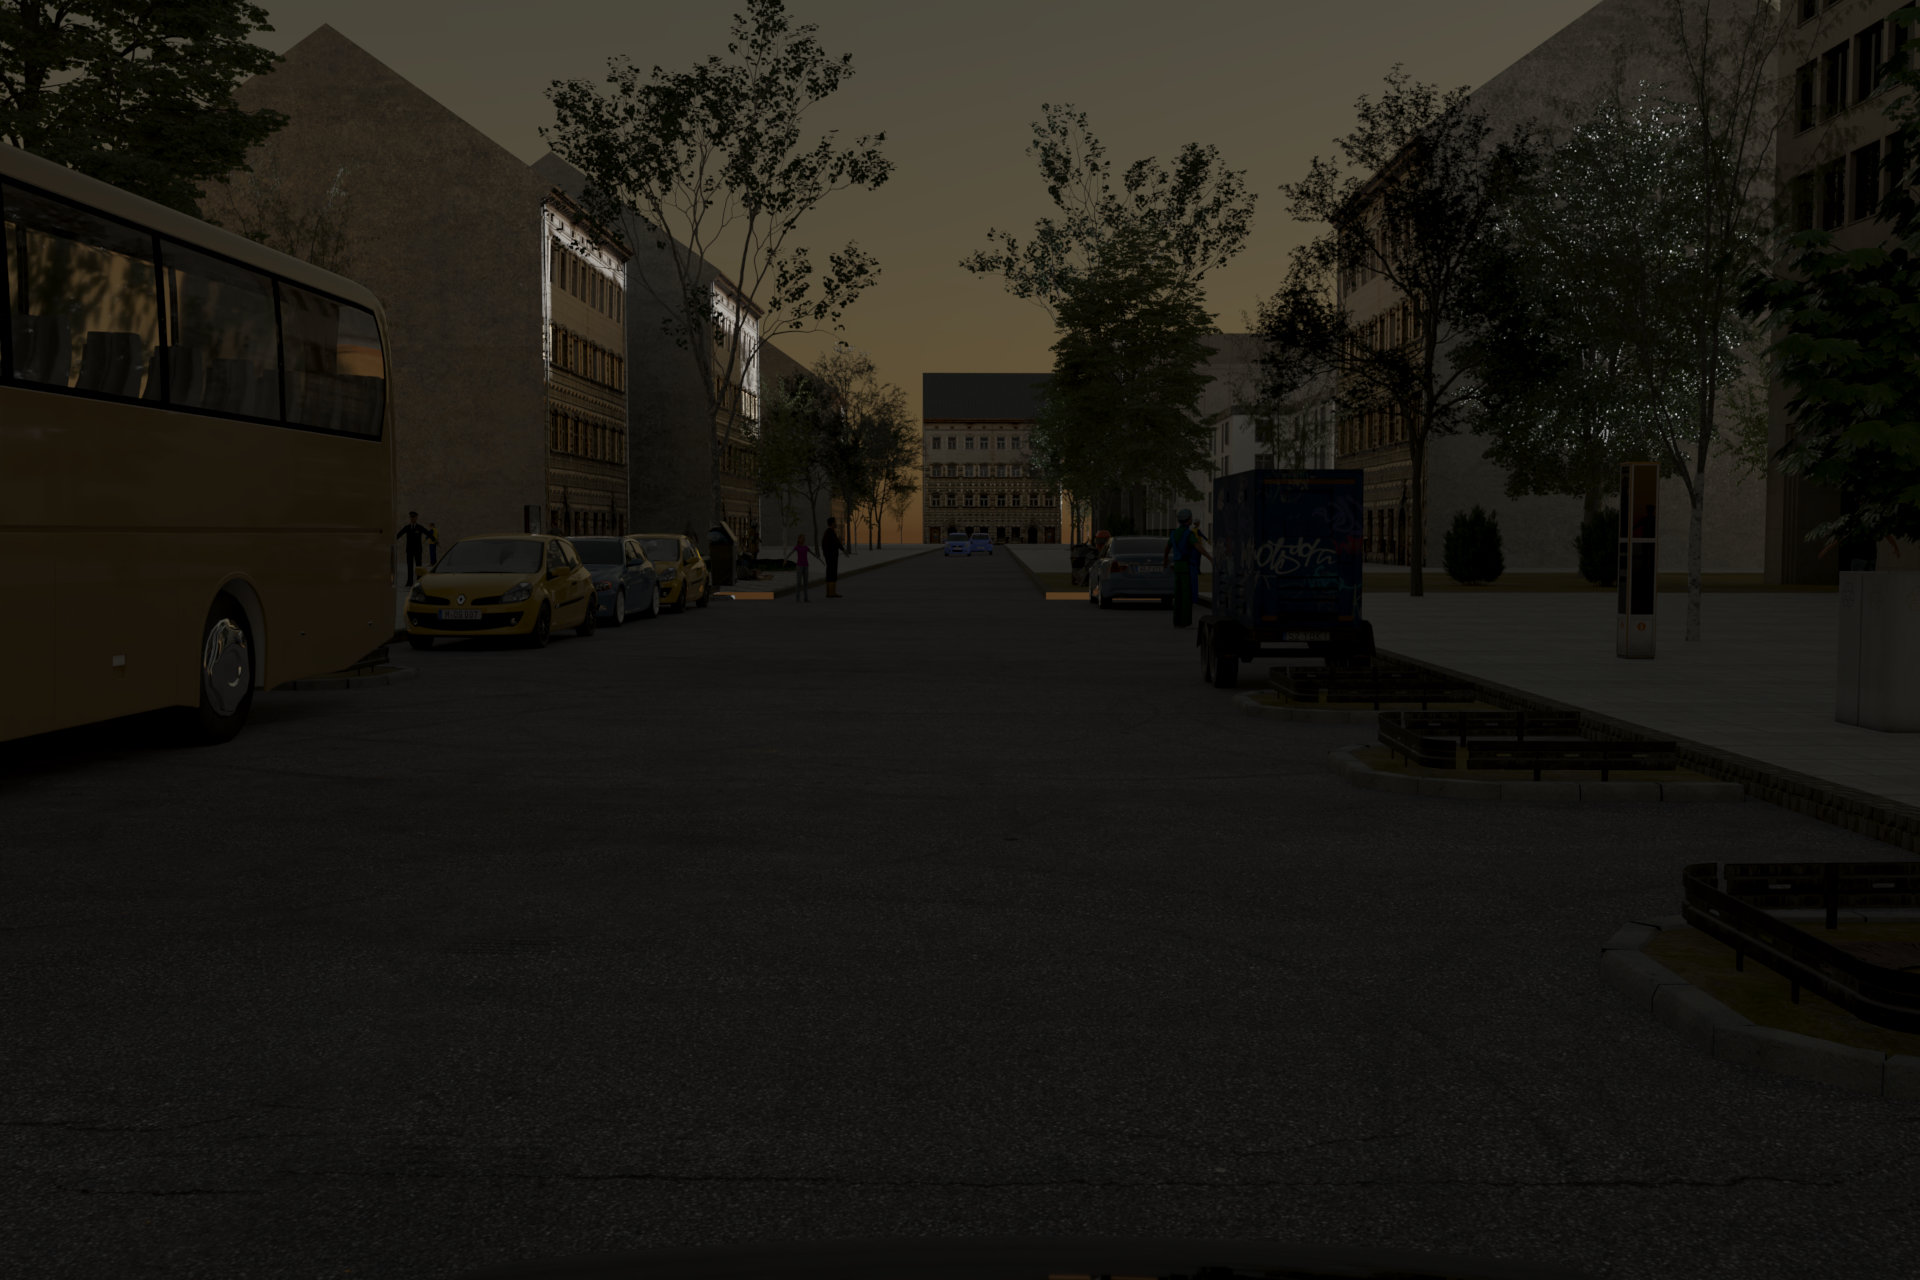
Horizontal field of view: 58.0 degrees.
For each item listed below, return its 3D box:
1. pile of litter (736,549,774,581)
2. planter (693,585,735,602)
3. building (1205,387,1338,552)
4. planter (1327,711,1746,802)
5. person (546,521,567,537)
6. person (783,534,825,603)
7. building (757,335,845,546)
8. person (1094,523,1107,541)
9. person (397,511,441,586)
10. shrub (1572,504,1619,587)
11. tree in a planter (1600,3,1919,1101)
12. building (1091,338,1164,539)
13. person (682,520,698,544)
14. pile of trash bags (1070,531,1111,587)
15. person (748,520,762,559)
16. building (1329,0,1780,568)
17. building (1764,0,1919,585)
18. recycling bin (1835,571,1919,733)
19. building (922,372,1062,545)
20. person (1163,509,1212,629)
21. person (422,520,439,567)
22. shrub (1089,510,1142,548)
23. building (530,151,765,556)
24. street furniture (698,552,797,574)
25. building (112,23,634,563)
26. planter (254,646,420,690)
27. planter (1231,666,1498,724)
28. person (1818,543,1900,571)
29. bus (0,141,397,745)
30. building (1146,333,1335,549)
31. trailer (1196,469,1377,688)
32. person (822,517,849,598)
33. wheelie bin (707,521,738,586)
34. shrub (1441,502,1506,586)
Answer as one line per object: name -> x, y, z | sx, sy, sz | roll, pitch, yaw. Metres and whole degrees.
pile of litter -> -5.771, -2.103, 48.342 | 1.176, 0.858, 1.719 | 0, 4, 3
planter -> -5.972, -1.016, 37.745 | 1.991, 0.319, 1.994 | 0, 4, 2
building -> 22.227, -10.459, 113.157 | 9.099, 9.664, 28.070 | 0, 4, 1
planter -> 3.246, 0.664, 10.289 | 1.991, 0.319, 1.994 | 0, 4, 2
person -> -16.380, -3.900, 70.038 | 1.348, 1.796, 0.705 | -3, 4, -38
person -> -3.273, -1.501, 36.271 | 0.991, 1.433, 0.599 | -2, 4, -34
building -> -22.614, -21.940, 189.654 | 19.493, 23.208, 18.063 | 0, 4, 1
person -> 6.218, -4.059, 73.173 | 1.217, 1.733, 0.721 | 0, 4, 6
person -> -13.385, -2.233, 42.451 | 1.347, 1.837, 0.705 | 0, 4, -5
shrub -> 15.804, -2.309, 42.175 | 1.690, 2.028, 1.600 | 0, 3, 0
tree in a planter -> 3.062, -0.483, 5.119 | 1.991, 3.239, 1.994 | 0, 4, 1
building -> 28.704, -21.546, 196.252 | 27.936, 21.610, 32.646 | 0, 4, 1
person -> -10.179, -3.590, 64.818 | 0.705, 1.813, 1.348 | 2, 4, 29
pile of trash bags -> 3.732, -2.086, 43.859 | 1.912, 1.369, 3.447 | 0, 4, -1
person -> -8.541, -4.065, 72.225 | 0.705, 1.858, 1.354 | 1, 4, 8
building -> 27.140, -14.873, 74.099 | 19.493, 23.208, 18.063 | 0, 4, 1
building -> 29.772, -13.631, 25.028 | 24.374, 26.755, 37.873 | 0, 4, 1
recycling bin -> 6.337, 0.065, 11.490 | 0.722, 1.027, 0.722 | 0, 4, 1
building -> 3.998, -24.527, 234.402 | 18.063, 23.208, 19.493 | 0, 4, -2
person -> 3.441, -1.084, 26.310 | 0.704, 1.817, 1.347 | -2, 4, -28
person -> -20.805, -3.808, 68.233 | 0.705, 1.833, 1.349 | 0, 4, 6
shrub -> 4.961, -3.108, 54.863 | 1.661, 2.075, 1.752 | 0, 3, 0
building -> -23.202, -17.009, 109.023 | 19.493, 23.208, 18.063 | 0, 4, 2
street furniture -> -9.924, -2.532, 57.018 | 10.072, 0.657, 5.734 | -3, 5, -42
building -> -27.217, -15.486, 84.129 | 19.493, 23.208, 18.063 | 0, 4, 0
planter -> -6.408, 0.262, 16.857 | 1.991, 0.319, 1.994 | 0, 4, 1
planter -> 3.251, 0.432, 14.072 | 1.991, 0.319, 1.994 | 0, 4, 0
person -> 13.843, -1.244, 26.558 | 1.348, 1.803, 0.705 | 0, 4, -8
bus -> -6.235, -1.065, 8.963 | 2.896, 3.916, 12.252 | 0, 4, 1
building -> 27.064, -18.019, 161.074 | 16.747, 18.905, 31.486 | 0, 4, 1
trailer -> 3.079, -0.619, 17.167 | 1.471, 1.999, 3.904 | 0, 4, 0
person -> -2.869, -1.868, 39.138 | 0.704, 1.812, 1.346 | -2, 4, -27
wheelie bin -> -5.888, -2.143, 42.939 | 0.693, 1.594, 0.980 | 0, 4, 3
shrub -> 12.807, -2.390, 43.122 | 1.661, 2.075, 1.752 | 0, 3, 0
